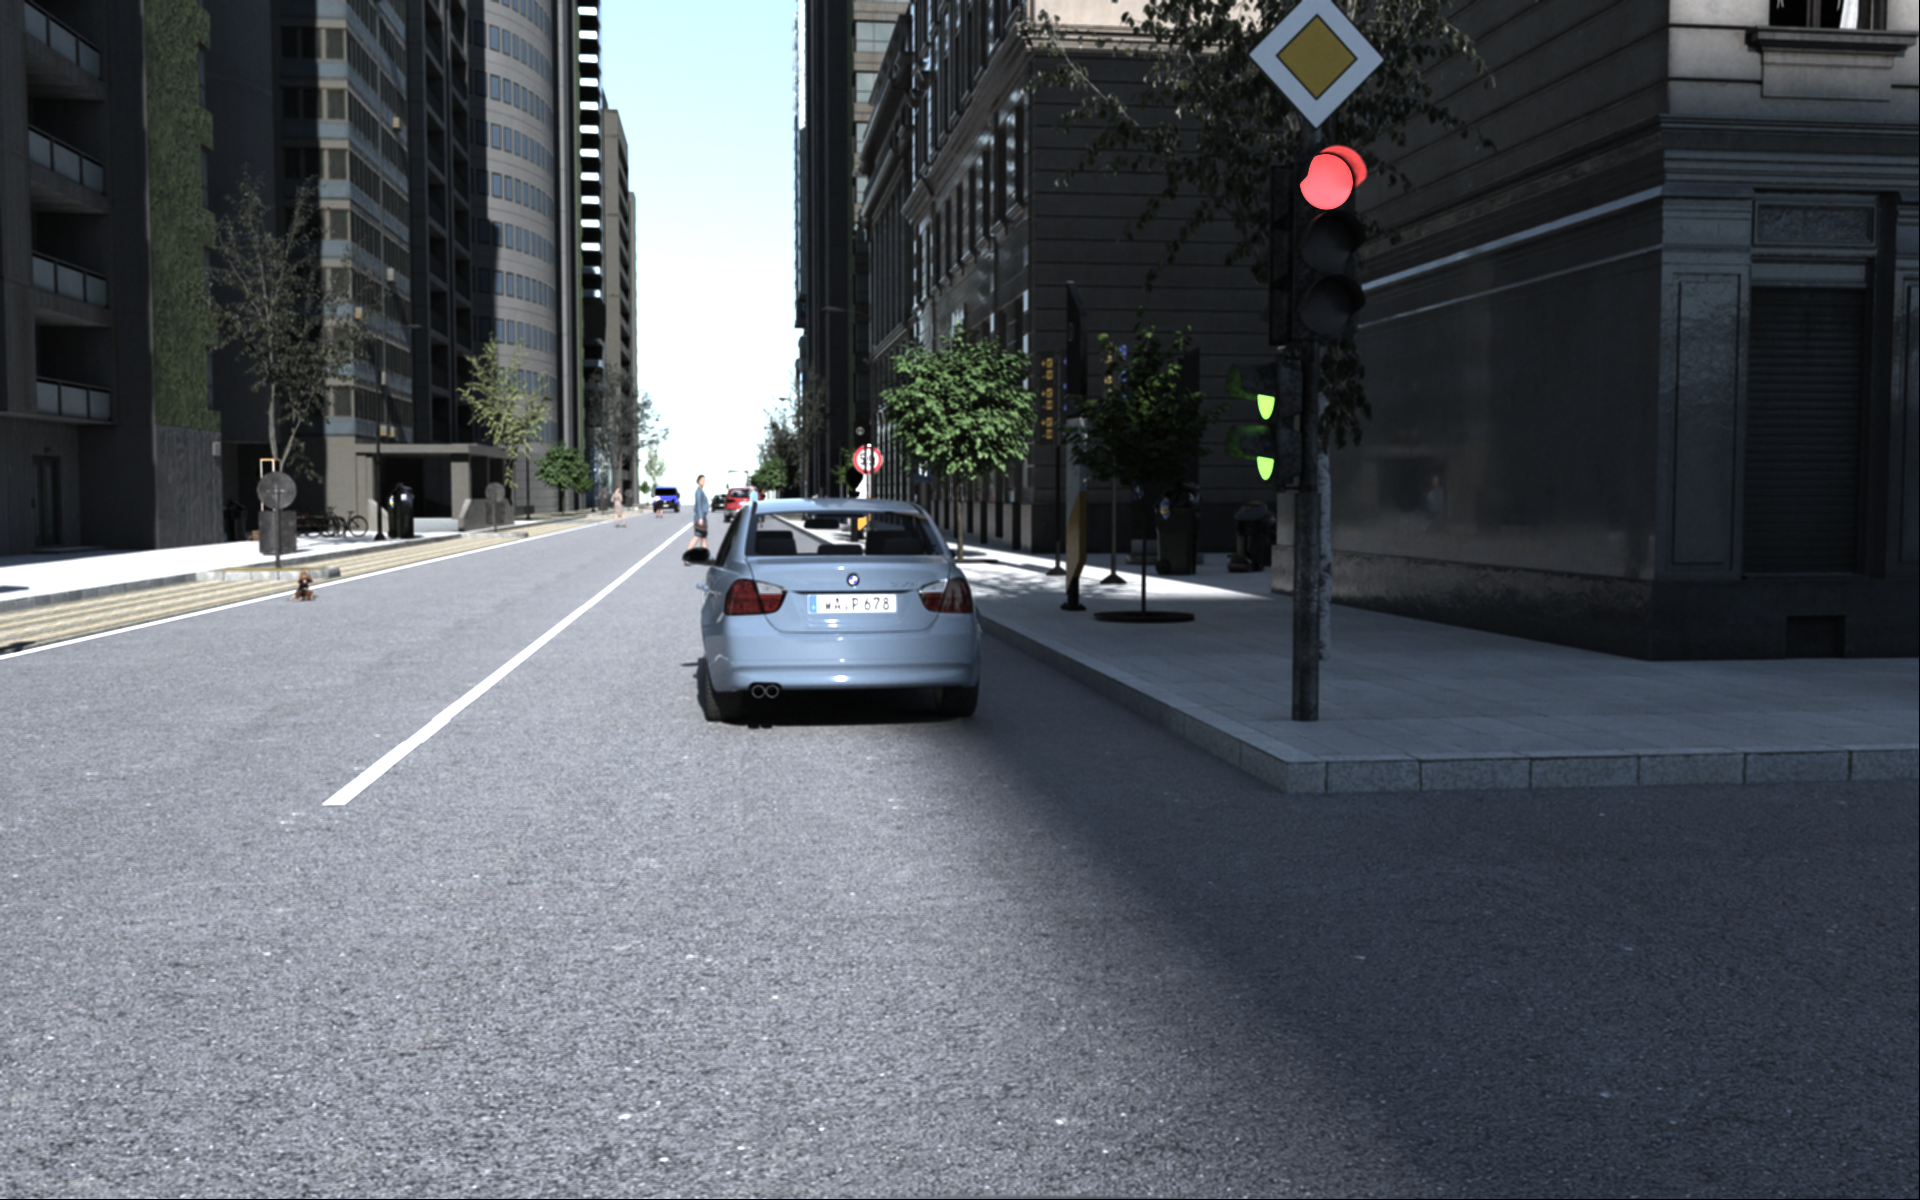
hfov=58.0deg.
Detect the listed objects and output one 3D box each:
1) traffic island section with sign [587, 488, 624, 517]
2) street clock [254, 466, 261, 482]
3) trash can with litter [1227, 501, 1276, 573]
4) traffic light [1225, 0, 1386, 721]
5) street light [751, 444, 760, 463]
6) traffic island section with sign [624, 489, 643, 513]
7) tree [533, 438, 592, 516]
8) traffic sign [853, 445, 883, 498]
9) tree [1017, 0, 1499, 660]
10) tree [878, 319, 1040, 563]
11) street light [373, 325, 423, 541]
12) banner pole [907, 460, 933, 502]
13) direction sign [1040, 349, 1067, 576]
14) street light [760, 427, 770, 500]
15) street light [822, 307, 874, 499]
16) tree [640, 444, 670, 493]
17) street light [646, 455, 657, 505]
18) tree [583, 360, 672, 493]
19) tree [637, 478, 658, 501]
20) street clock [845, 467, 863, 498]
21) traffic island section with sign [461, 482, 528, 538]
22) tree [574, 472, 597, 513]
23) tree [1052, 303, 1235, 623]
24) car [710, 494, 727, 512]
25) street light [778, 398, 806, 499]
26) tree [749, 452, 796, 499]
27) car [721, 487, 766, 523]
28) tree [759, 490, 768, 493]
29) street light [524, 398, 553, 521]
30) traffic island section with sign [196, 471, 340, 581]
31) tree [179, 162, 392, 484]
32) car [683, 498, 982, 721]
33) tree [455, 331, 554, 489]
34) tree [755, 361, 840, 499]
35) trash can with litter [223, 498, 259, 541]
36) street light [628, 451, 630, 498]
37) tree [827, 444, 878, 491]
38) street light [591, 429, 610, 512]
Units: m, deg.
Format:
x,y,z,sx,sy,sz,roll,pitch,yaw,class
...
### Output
x,y,z,sx,sy,sz,roll,pitch,yaw,class
-22.015,-6.022,107.087,1.989,1.847,2.006,0,4,-8,traffic island section with sign
-17.477,-2.386,43.587,0.471,2.002,0.358,0,4,-2,street clock
4.792,-1.053,28.601,0.624,1.170,1.055,2,4,24,trash can with litter
1.942,-1.272,9.726,0.839,4.253,0.868,0,4,-8,traffic light
-18.275,-11.470,160.082,1.470,5.913,1.316,0,4,-8,street light
-25.629,-7.688,134.321,1.989,1.847,2.006,0,4,-8,traffic island section with sign
-23.356,-7.237,102.031,4.285,4.588,4.351,0,3,0,tree
-2.387,-2.737,44.861,0.768,2.556,0.104,0,4,-4,traffic sign
2.567,-3.839,13.125,4.360,8.622,3.978,0,3,0,tree
0.036,-2.996,32.704,4.285,4.588,4.351,0,3,0,tree
-15.452,-4.593,47.629,1.470,5.913,1.316,0,4,-8,street light
-1.135,-3.423,45.979,0.863,3.779,0.401,0,4,2,banner pole
1.545,-2.157,27.260,0.379,3.537,0.876,-3,4,-37,direction sign
-12.894,-9.014,119.925,1.470,5.913,1.316,0,4,-8,street light
-2.736,-4.325,43.263,1.470,5.913,1.316,0,4,-8,street light
-40.245,-16.992,228.176,4.737,8.622,4.395,0,3,0,tree
-36.783,-14.326,206.763,1.470,5.913,1.316,0,4,-8,street light
-31.324,-15.098,157.220,12.009,13.543,11.850,0,3,0,tree
-36.809,-12.734,202.807,1.663,3.219,1.824,0,3,0,tree
-2.820,-2.549,46.240,0.471,2.002,0.358,-1,4,-9,street clock
-15.400,-2.985,57.431,1.989,1.847,2.006,0,4,-8,traffic island section with sign
-26.158,-7.637,119.466,1.663,3.219,1.824,0,3,0,tree
1.870,-1.417,17.776,1.663,3.219,1.824,0,3,0,tree
-19.122,-7.921,139.299,2.009,1.686,4.222,-1,4,-9,car
-8.053,-6.791,83.571,1.470,5.913,1.316,0,4,-8,street light
-14.366,-9.361,136.769,4.285,4.588,4.351,0,3,0,tree
-11.073,-4.897,88.732,2.281,1.827,5.304,0,4,-8,car
-25.708,-14.003,223.547,1.663,3.219,1.824,0,3,0,tree
-20.392,-6.809,83.868,1.470,5.913,1.316,0,4,-8,street light
-11.679,-1.272,29.419,1.989,1.847,2.006,0,4,-8,traffic island section with sign
-15.387,-5.454,39.543,4.360,8.622,3.978,0,3,0,tree
-0.953,-0.019,12.312,2.014,1.417,4.499,-1,4,-9,car
-20.856,-7.899,79.518,4.737,8.622,4.395,0,3,0,tree
-8.679,-8.800,94.243,4.360,8.622,3.978,0,3,0,tree
-19.511,-2.190,47.200,1.055,1.170,0.624,-3,5,-40,trash can with litter
-31.395,-11.895,167.024,1.470,5.913,1.316,0,4,-8,street light
-3.438,-3.958,59.316,1.663,3.219,1.824,0,3,0,tree
-25.554,-9.210,123.132,1.470,5.913,1.316,0,4,-8,street light
